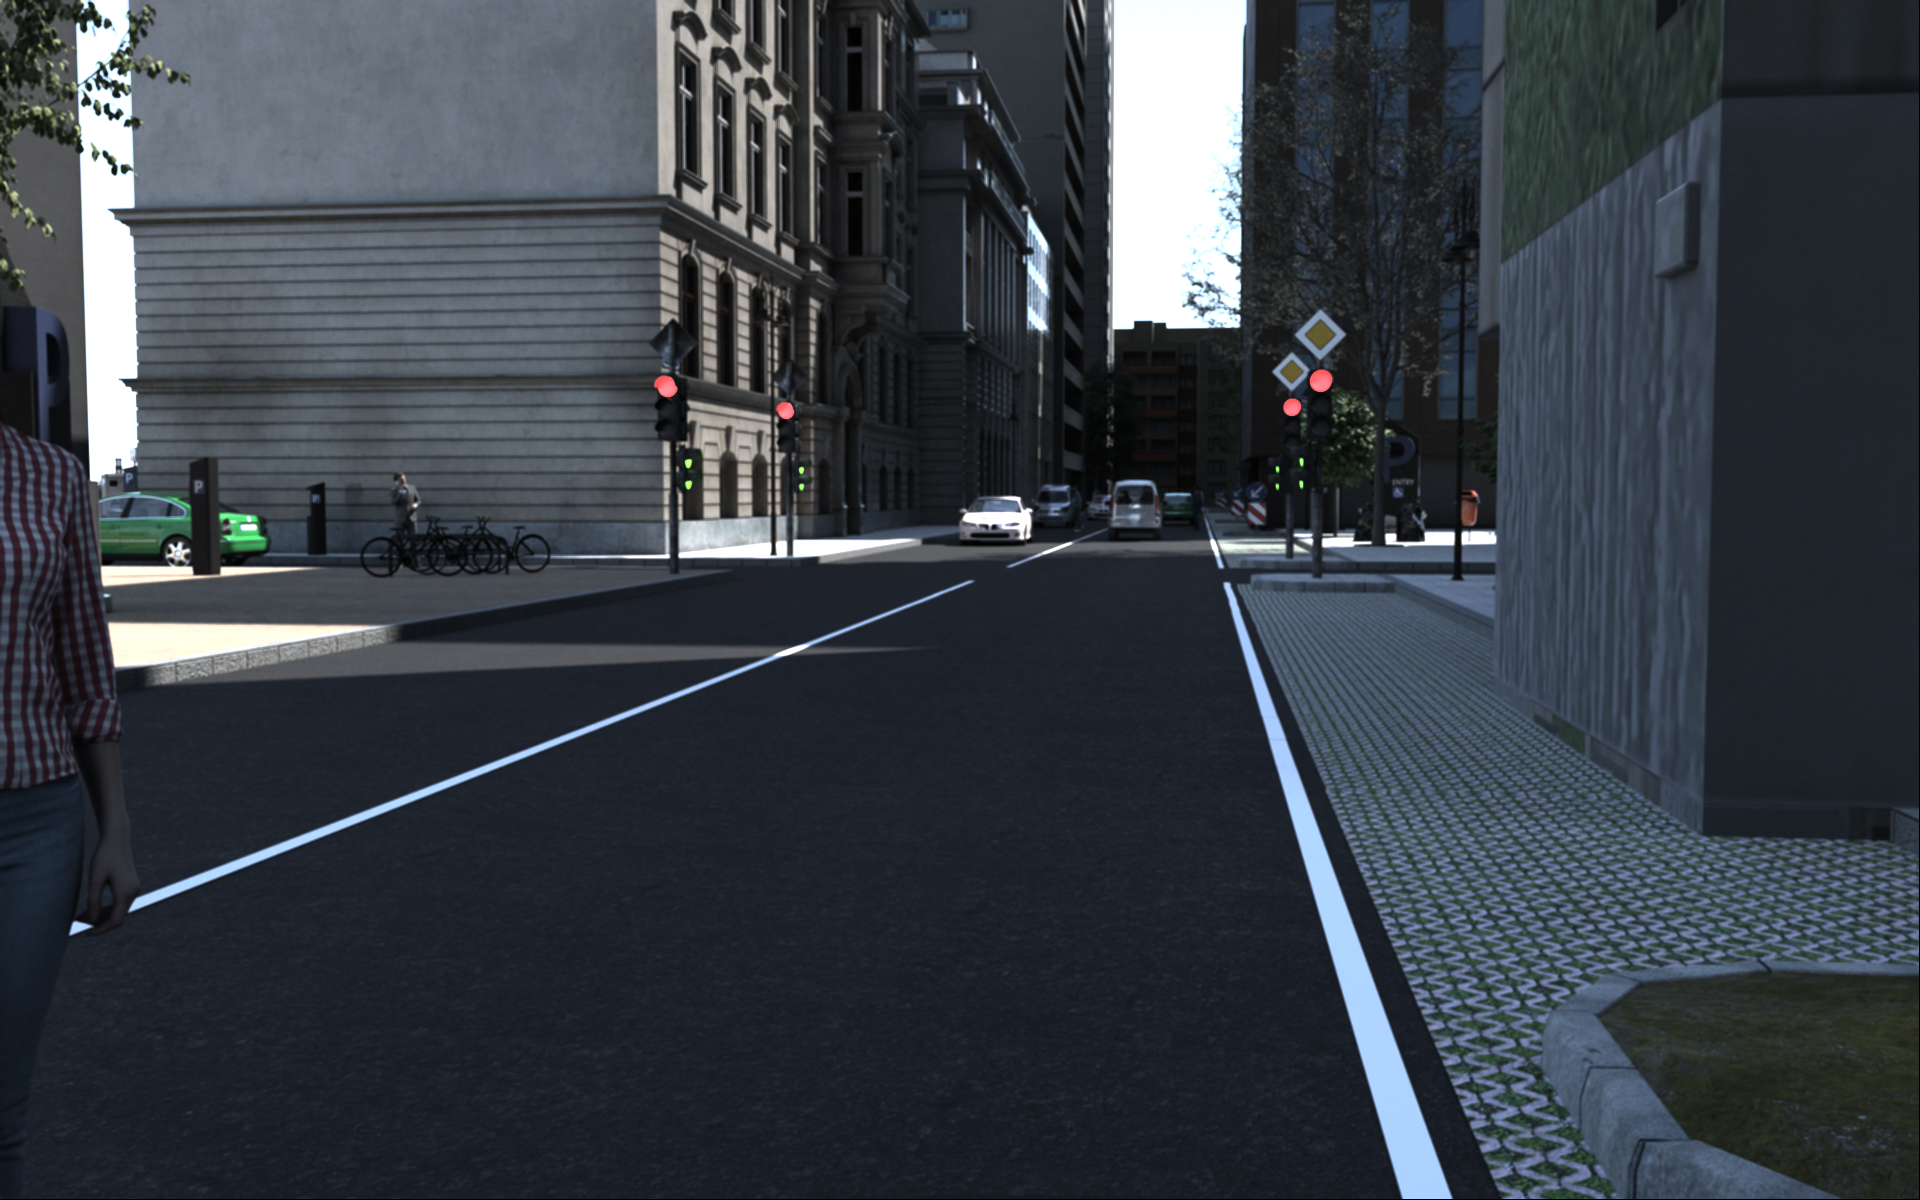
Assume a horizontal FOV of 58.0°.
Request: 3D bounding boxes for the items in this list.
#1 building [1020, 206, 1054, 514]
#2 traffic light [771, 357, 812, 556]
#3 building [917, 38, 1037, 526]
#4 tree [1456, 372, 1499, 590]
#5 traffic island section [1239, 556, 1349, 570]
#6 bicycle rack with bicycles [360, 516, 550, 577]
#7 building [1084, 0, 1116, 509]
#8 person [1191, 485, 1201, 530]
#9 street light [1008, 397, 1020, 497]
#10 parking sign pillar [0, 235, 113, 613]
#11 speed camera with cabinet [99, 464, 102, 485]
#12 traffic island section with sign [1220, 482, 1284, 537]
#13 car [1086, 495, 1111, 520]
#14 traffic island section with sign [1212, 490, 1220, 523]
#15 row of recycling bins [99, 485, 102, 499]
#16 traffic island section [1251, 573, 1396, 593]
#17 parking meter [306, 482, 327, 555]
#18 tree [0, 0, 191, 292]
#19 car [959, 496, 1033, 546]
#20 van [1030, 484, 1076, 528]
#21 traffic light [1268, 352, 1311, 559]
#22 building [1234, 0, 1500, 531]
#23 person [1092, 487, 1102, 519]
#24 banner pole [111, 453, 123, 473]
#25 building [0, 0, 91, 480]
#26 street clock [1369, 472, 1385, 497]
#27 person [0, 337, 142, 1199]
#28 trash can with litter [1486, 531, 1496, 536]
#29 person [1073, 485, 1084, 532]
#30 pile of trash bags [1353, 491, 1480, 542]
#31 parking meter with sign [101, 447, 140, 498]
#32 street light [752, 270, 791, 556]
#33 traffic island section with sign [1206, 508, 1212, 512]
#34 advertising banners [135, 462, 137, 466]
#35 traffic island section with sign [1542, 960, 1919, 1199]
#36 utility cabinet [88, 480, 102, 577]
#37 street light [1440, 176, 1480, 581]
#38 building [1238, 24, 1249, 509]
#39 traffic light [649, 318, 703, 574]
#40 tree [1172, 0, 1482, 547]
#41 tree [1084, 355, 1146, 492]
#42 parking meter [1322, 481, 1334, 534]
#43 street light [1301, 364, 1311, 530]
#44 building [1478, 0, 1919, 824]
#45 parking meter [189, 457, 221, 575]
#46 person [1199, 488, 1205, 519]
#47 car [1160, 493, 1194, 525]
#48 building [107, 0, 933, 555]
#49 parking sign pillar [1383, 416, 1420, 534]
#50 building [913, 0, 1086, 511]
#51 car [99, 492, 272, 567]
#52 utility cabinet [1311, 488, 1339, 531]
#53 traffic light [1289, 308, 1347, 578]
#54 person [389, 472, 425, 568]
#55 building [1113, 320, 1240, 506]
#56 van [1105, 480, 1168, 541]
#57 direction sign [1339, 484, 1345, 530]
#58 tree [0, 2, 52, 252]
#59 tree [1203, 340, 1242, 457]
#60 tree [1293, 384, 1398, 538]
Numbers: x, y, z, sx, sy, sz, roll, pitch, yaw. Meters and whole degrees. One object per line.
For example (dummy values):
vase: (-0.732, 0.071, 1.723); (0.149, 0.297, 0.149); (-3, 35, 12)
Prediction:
building: (-0.350, -15.149, 102.438); (10.420, 20.320, 16.860); (0, 4, 8)
traffic light: (-3.491, -2.857, 35.639); (0.839, 4.253, 0.868); (0, 4, 8)
building: (-4.109, -14.690, 81.979); (13.314, 21.916, 24.055); (0, 4, 8)
tree: (7.677, -1.742, 23.090); (1.663, 3.219, 1.824); (0, 3, 0)
traffic island section: (6.567, -0.741, 34.395); (2.009, 0.180, 2.903); (0, 4, 8)
bicycle rack with bicycles: (-8.124, -0.894, 27.994); (2.925, 0.926, 2.852); (-1, 4, -18)
building: (5.007, -45.124, 176.022); (20.611, 71.187, 20.563); (0, 4, 8)
person: (9.518, -3.735, 69.754); (0.419, 1.800, 0.721); (0, 4, 1)
street light: (2.565, -6.722, 82.699); (0.468, 5.910, 1.993); (0, 4, 8)
parking sign pillar: (-9.886, -1.834, 18.451); (1.447, 3.967, 1.447); (-1, 4, -11)
speed camera with cabinet: (-55.953, -7.288, 113.496); (0.660, 3.252, 2.038); (-2, 4, -34)
traffic island section with sign: (9.932, -3.066, 58.764); (1.989, 1.847, 2.006); (0, 4, 8)
car: (8.027, -5.100, 95.751); (2.083, 1.381, 4.827); (0, 4, 7)
traffic island section with sign: (13.577, -4.700, 85.473); (1.989, 1.847, 2.006); (0, 4, 8)
row of recycling bins: (-38.095, -4.108, 74.279); (1.069, 1.692, 3.534); (2, 4, 32)
traffic island section: (5.482, -0.257, 26.484); (2.009, 0.180, 2.903); (0, 4, 8)
parking meter: (-13.540, -1.714, 36.433); (0.372, 1.533, 0.369); (0, 3, 0)
tree: (-7.781, -3.784, 12.228); (4.737, 8.622, 4.395); (0, 3, 0)
car: (1.082, -2.290, 49.804); (2.083, 1.381, 4.827); (0, 4, 6)
van: (4.093, -4.152, 74.902); (2.013, 2.044, 4.112); (0, 4, 8)
traffic light: (6.529, -2.775, 34.287); (0.839, 4.253, 0.868); (0, 4, 8)
building: (18.521, -25.601, 68.692); (14.600, 45.320, 14.200); (0, 4, 8)
person: (7.995, -5.615, 100.399); (0.679, 1.850, 0.850); (2, 4, 30)
banner pole: (-51.129, -7.031, 104.971); (0.401, 3.779, 0.863); (3, 5, 39)
building: (-39.245, -15.489, 46.757); (24.014, 27.812, 14.314); (0, 4, 8)
street clock: (12.944, -3.014, 53.848); (0.471, 2.002, 0.358); (1, 4, 16)
person: (-1.484, 0.368, 2.499); (0.388, 1.821, 0.555); (2, 4, 34)
trash can with litter: (16.955, -2.618, 53.860); (1.678, 1.210, 2.233); (3, 5, 45)
person: (4.508, -3.499, 66.047); (0.444, 1.785, 0.601); (0, 4, 6)
pile of trash bags: (12.299, -2.267, 46.811); (3.447, 1.369, 1.912); (2, 4, 31)
parking meter with sign: (-31.128, -4.119, 63.599); (0.543, 3.016, 1.738); (3, 5, 39)
street light: (-3.885, -3.862, 35.940); (0.468, 5.910, 1.993); (0, 4, 8)
traffic island section with sign: (20.431, -7.756, 135.440); (1.989, 1.847, 2.006); (0, 4, 8)
advertising banners: (-40.284, -5.379, 84.129); (0.090, 3.025, 2.074); (0, 4, -7)
traffic island section with sign: (2.371, 0.302, 3.688); (1.989, 1.847, 2.006); (0, 4, 8)
utility cabinet: (-12.950, -1.045, 25.766); (0.318, 1.500, 1.173); (-2, 4, -27)
street light: (7.398, -3.229, 25.579); (0.468, 5.910, 1.993); (0, 4, 8)
building: (31.970, -28.766, 153.912); (14.154, 41.232, 14.086); (0, 4, 8)
traffic light: (-4.576, -2.374, 27.728); (0.839, 4.253, 0.868); (0, 4, 8)
tree: (10.302, -8.073, 42.368); (12.009, 13.543, 11.850); (0, 3, 0)
tree: (12.626, -15.489, 159.906); (9.857, 13.997, 8.962); (0, 3, 0)
parking meter: (11.915, -3.082, 56.098); (0.255, 1.863, 0.399); (-2, 4, -33)
street light: (12.362, -5.429, 61.547); (0.468, 5.910, 1.993); (0, 4, 8)
building: (10.967, -20.071, 11.759); (14.154, 41.232, 14.086); (0, 4, 8)
parking meter: (-11.946, -1.326, 27.398); (0.399, 1.863, 0.255); (1, 4, 21)
person: (14.054, -5.643, 101.023); (0.793, 1.790, 0.793); (3, 5, 44)
car: (10.112, -4.386, 80.514); (1.959, 1.807, 4.718); (0, 4, 6)
building: (-8.979, -14.304, 52.952); (14.460, 24.649, 34.723); (0, 4, 8)
parking sign pillar: (14.334, -4.165, 56.565); (1.447, 3.967, 1.447); (1, 4, 20)
building: (-2.510, -30.468, 121.857); (21.300, 48.544, 21.600); (0, 4, 8)
car: (-15.457, -1.457, 32.616); (4.718, 1.807, 1.959); (1, 4, 9)
utility cabinet: (12.592, -3.126, 59.787); (1.173, 1.500, 0.318); (-3, 5, -40)
traffic light: (5.444, -2.291, 26.375); (0.839, 4.253, 0.868); (0, 4, 8)
person: (-10.372, -1.482, 32.542); (0.655, 1.846, 0.447); (-3, 4, -36)
building: (22.764, -22.113, 206.580); (28.899, 21.520, 27.650); (0, 4, 8)
van: (5.567, -2.925, 54.829); (2.013, 2.044, 4.112); (0, 4, 7)
direction sign: (13.451, -4.231, 61.181); (0.876, 3.537, 0.379); (-1, 4, -13)
tree: (-13.307, -4.337, 21.279); (4.360, 8.622, 3.978); (0, 3, 0)
tree: (19.975, -11.558, 114.734); (9.928, 11.665, 9.643); (0, 3, 0)
tree: (11.306, -4.157, 51.676); (4.285, 4.588, 4.351); (0, 3, 0)
